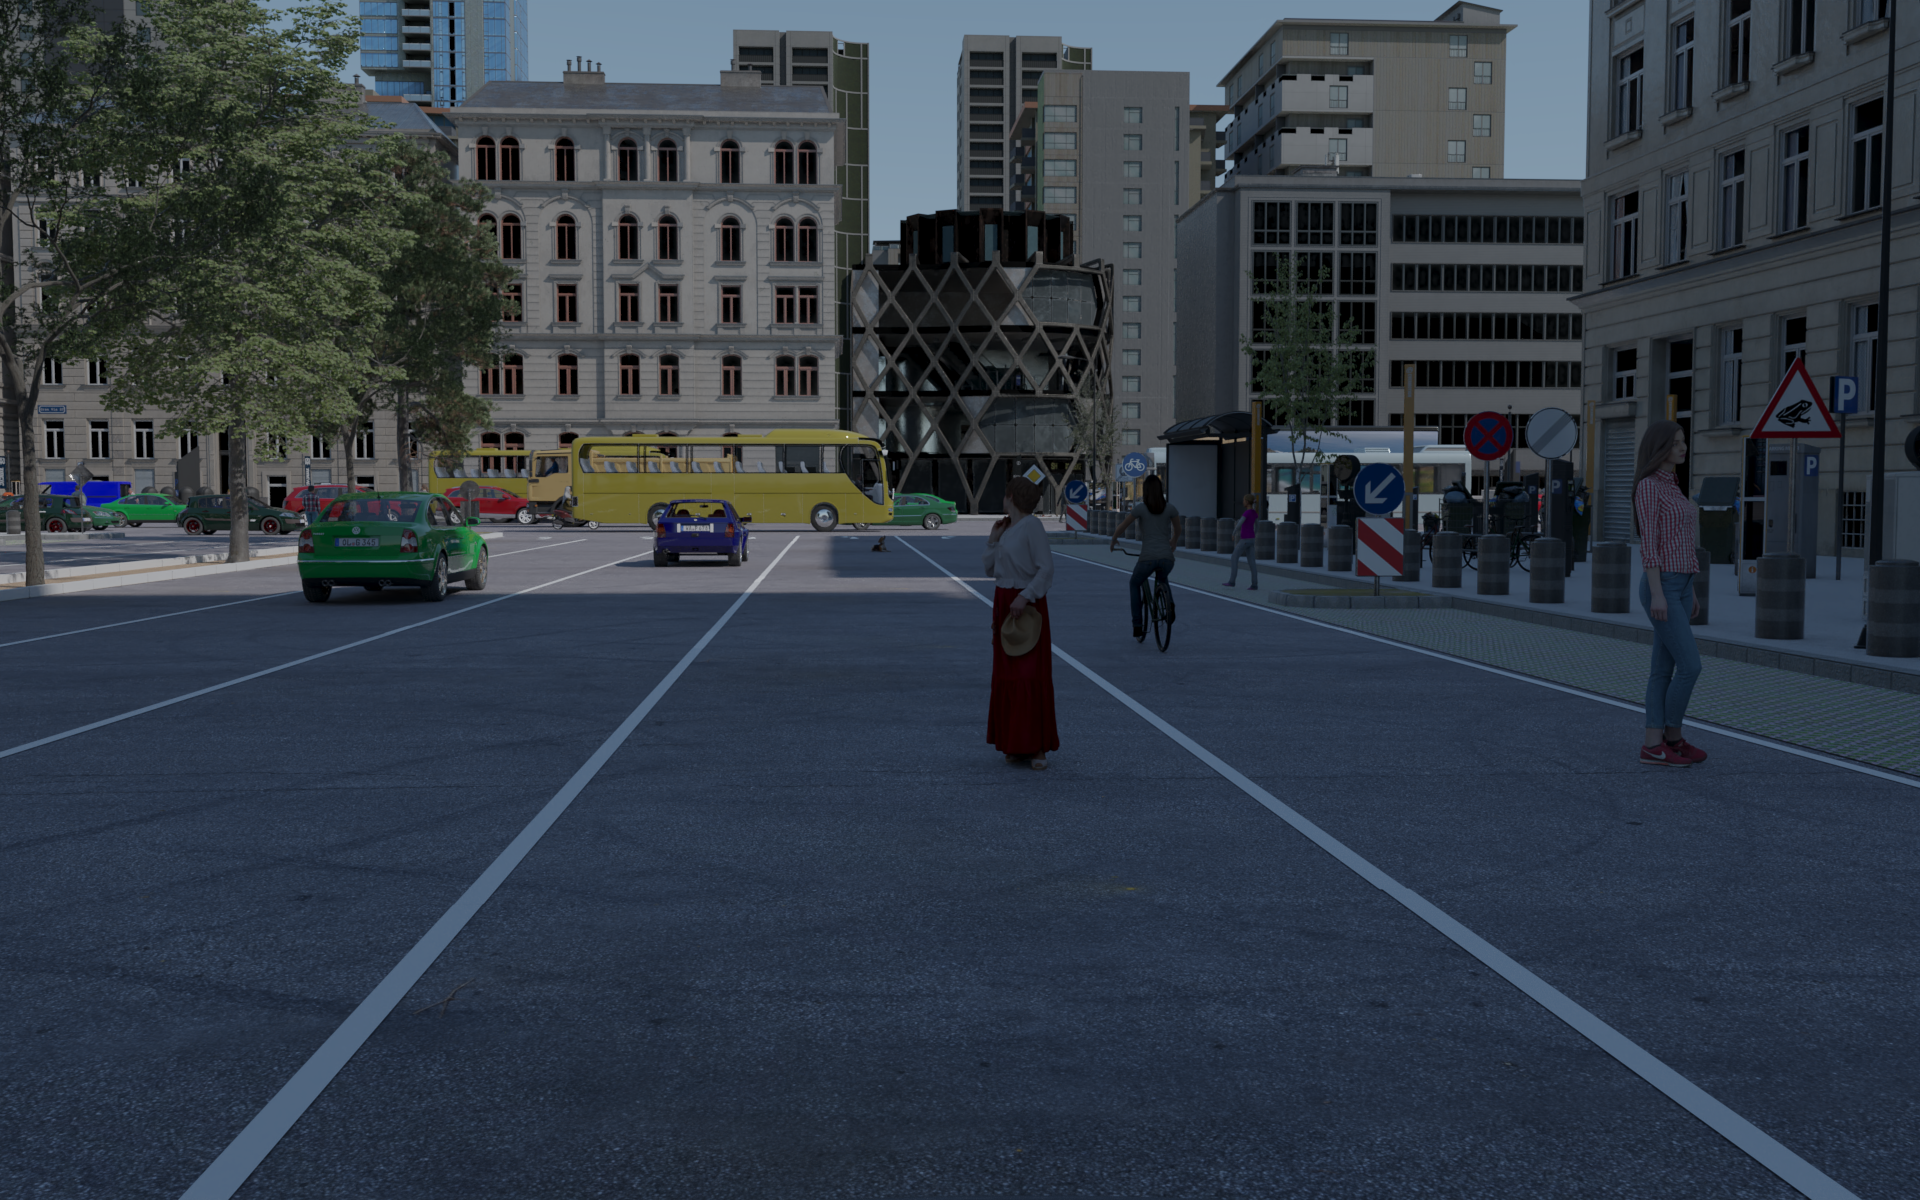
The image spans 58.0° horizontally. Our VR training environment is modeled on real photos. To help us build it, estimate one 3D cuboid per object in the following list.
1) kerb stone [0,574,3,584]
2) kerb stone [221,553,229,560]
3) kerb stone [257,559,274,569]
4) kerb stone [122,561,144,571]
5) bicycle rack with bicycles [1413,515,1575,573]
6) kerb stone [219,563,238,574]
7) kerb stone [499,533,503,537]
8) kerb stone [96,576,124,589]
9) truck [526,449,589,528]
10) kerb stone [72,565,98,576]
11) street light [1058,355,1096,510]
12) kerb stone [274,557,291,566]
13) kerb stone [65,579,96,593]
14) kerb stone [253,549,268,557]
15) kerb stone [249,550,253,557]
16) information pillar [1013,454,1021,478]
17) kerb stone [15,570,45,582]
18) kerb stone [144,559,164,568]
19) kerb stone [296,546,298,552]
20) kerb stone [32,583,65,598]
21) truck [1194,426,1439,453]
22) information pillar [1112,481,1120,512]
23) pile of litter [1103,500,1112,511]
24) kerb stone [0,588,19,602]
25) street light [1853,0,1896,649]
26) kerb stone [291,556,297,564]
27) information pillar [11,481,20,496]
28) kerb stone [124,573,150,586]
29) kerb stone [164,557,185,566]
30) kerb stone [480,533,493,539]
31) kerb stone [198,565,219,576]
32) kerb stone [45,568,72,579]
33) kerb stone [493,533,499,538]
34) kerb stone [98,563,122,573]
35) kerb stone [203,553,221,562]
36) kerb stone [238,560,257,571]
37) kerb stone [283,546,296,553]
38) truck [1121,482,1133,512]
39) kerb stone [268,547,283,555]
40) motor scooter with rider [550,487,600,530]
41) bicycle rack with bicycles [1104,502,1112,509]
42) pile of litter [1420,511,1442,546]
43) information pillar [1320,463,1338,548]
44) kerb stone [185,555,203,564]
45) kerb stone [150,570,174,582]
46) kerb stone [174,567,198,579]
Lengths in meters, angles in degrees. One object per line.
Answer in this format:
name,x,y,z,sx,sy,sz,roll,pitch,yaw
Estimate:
kerb stone,-15.236,-0.313,27.309,0.120,0.150,1.000,0,4,-4
kerb stone,-15.970,-0.940,37.606,0.120,0.150,1.000,0,4,-4
kerb stone,-13.585,-0.698,33.626,0.120,0.150,1.000,0,4,-4
kerb stone,-15.604,-0.628,32.463,0.120,0.150,1.000,0,4,-4
bicycle rack with bicycles,9.058,-0.973,29.288,2.852,0.926,2.925,-1,4,-19
kerb stone,-13.433,-0.572,31.565,0.120,0.150,1.000,0,4,-4
kerb stone,-15.277,-2.141,57.253,0.120,0.150,1.000,0,4,-4
kerb stone,-13.069,-0.257,26.424,0.120,0.150,1.000,0,4,-4
truck,-14.647,-4.854,75.294,9.791,3.379,3.469,0,4,-4
kerb stone,-15.451,-0.502,30.399,0.120,0.150,1.000,0,4,-4
street light,3.976,-5.237,58.163,1.470,5.913,1.316,0,4,-4
kerb stone,-13.662,-0.753,34.654,0.120,0.150,1.000,0,4,-4
kerb stone,-12.988,-0.189,25.400,0.120,0.150,1.000,0,4,-4
kerb stone,-16.119,-1.068,39.656,0.120,0.150,1.000,0,4,-4
kerb stone,-16.048,-1.005,38.631,0.120,0.150,1.000,0,4,-4
information pillar,3.310,-6.643,99.969,0.504,3.616,0.183,0,4,5
kerb stone,-15.314,-0.376,28.345,0.120,0.150,1.000,0,4,-4
kerb stone,-15.692,-0.690,33.490,0.120,0.150,1.000,0,4,-4
kerb stone,-16.341,-1.251,42.737,0.120,0.150,1.000,0,4,-4
kerb stone,-12.913,-0.133,24.370,0.120,0.150,1.000,0,4,-4
truck,14.044,-5.099,72.290,11.283,4.237,2.839,0,4,-3
information pillar,8.597,-5.565,95.484,0.304,2.012,0.304,2,4,32
pile of litter,13.185,-8.415,151.545,1.719,0.858,1.176,-2,4,-27
kerb stone,-12.845,-0.066,23.344,0.120,0.150,1.000,0,4,-4
street light,7.063,-2.549,14.217,1.470,5.913,1.316,0,4,-4
kerb stone,-13.733,-0.819,35.687,0.120,0.150,1.000,0,4,-4
information pillar,-53.527,-5.733,98.226,0.304,2.012,0.304,1,4,11
kerb stone,-13.138,-0.320,27.449,0.120,0.150,1.000,0,4,-4
kerb stone,-15.760,-0.749,34.528,0.120,0.150,1.000,0,4,-4
kerb stone,-15.124,-2.017,55.204,0.120,0.150,1.000,0,4,-4
kerb stone,-13.360,-0.510,30.540,0.120,0.150,1.000,0,4,-4
kerb stone,-15.381,-0.437,29.370,0.120,0.150,1.000,0,4,-4
kerb stone,-15.202,-2.082,56.228,0.120,0.150,1.000,0,4,-4
kerb stone,-15.531,-0.564,31.434,0.120,0.150,1.000,0,4,-4
kerb stone,-15.905,-0.879,36.581,0.120,0.150,1.000,0,4,-4
kerb stone,-13.504,-0.630,32.602,0.120,0.150,1.000,0,4,-4
kerb stone,-16.276,-1.193,41.704,0.120,0.150,1.000,0,4,-4
truck,12.119,-5.507,85.958,9.791,3.379,3.469,0,4,-5
kerb stone,-16.190,-1.126,40.681,0.120,0.150,1.000,0,4,-4
motor scooter with rider,-15.543,-3.720,69.793,1.986,1.779,0.876,0,4,-5
bicycle rack with bicycles,11.095,-7.658,138.595,2.925,0.926,2.852,2,4,26
pile of litter,11.710,-1.799,43.384,1.719,0.858,1.176,1,4,16
information pillar,8.836,-2.264,41.502,0.304,2.012,0.304,-2,4,-29
kerb stone,-15.833,-0.817,35.554,0.120,0.150,1.000,0,4,-4
kerb stone,-13.213,-0.382,28.479,0.120,0.150,1.000,0,4,-4
kerb stone,-13.285,-0.448,29.515,0.120,0.150,1.000,0,4,-4
